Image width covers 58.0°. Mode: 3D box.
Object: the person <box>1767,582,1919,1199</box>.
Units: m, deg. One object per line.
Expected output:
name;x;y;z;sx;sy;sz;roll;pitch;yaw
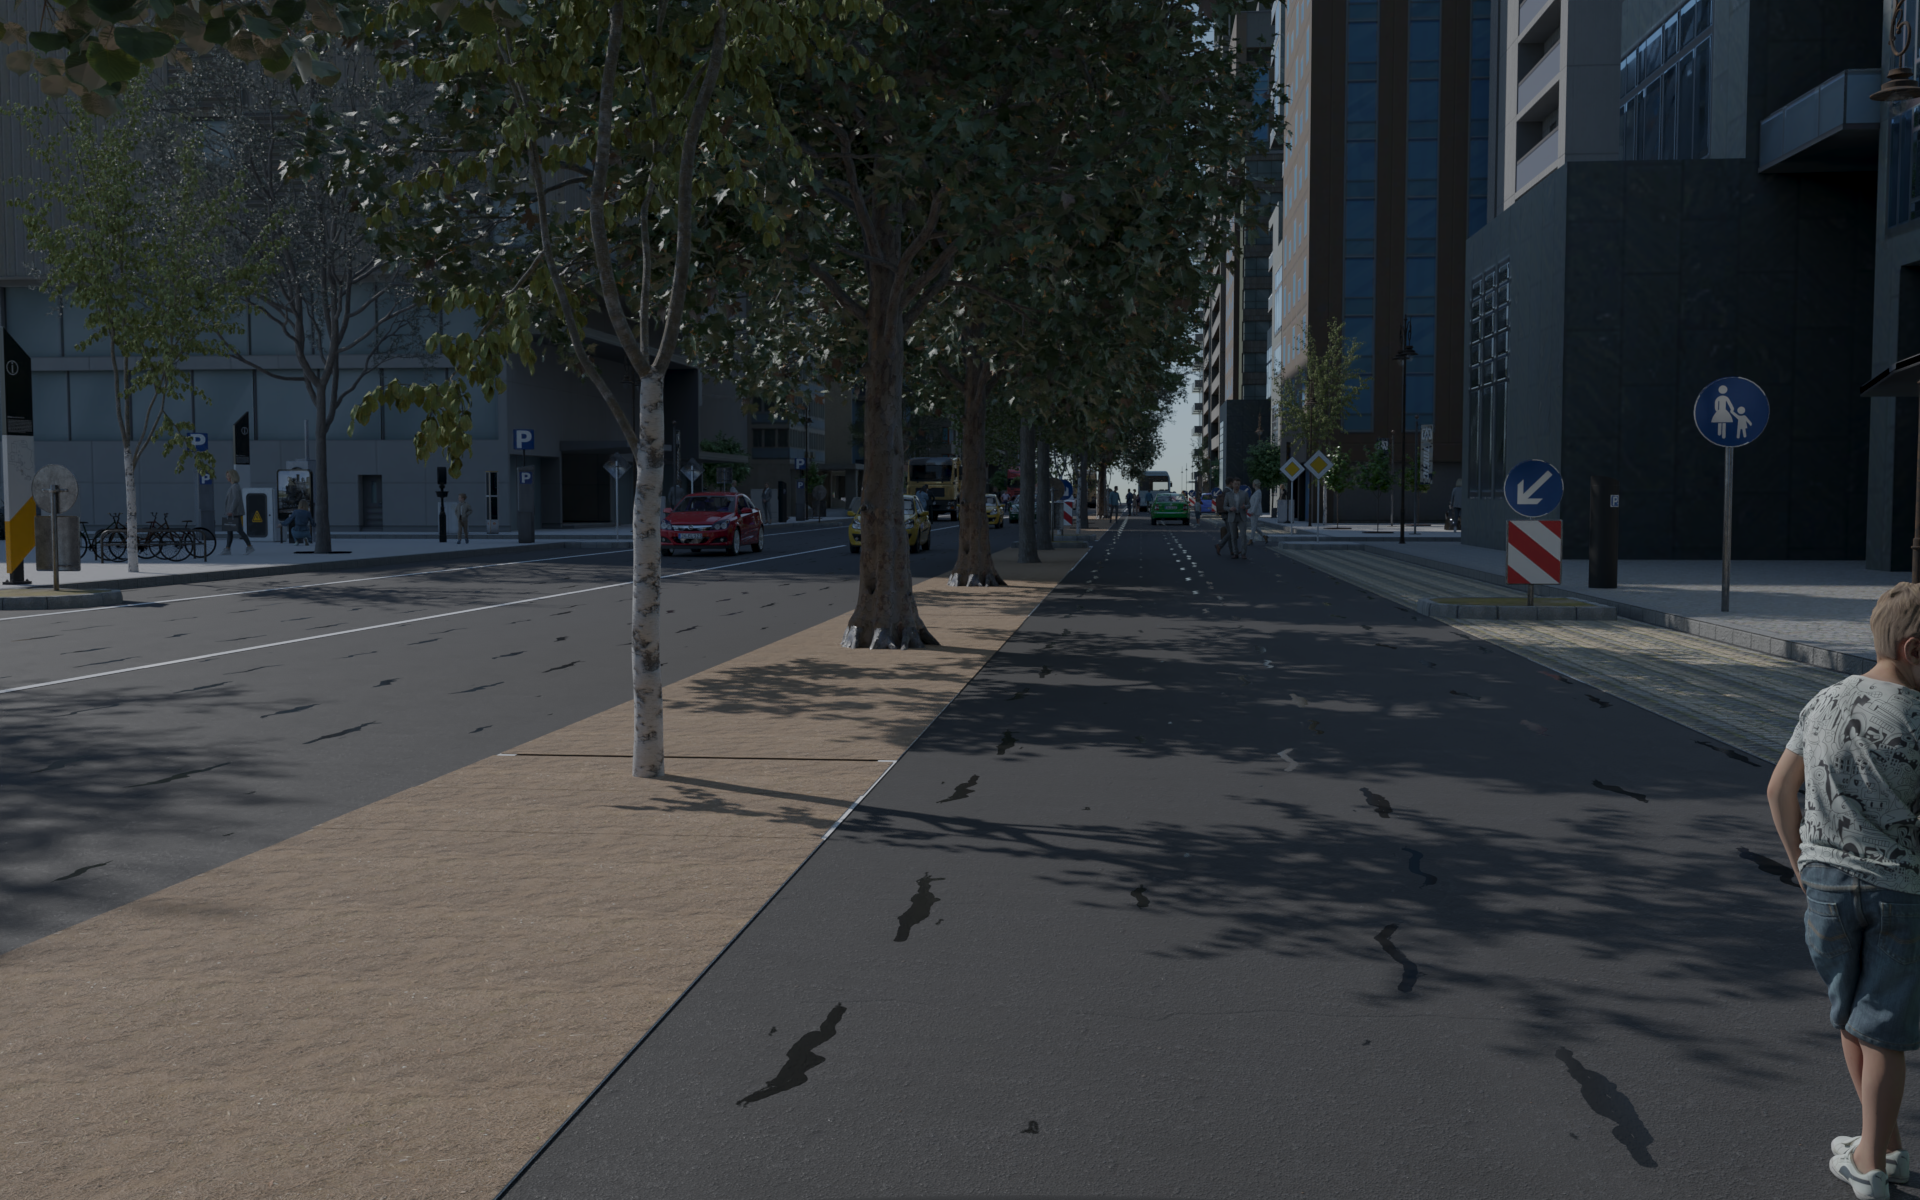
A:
person;1.887;0.587;3.588;0.352;1.250;0.332;0;4;-4

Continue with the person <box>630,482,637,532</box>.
person;-10.929;-3.212;58.739;0.473;1.802;0.592;2;4;24

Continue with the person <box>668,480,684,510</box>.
person;-10.431;-3.509;63.602;0.592;1.802;0.473;0;4;1

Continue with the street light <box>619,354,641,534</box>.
street light;-10.506;-5.078;55.817;0.468;5.910;1.993;0;4;6

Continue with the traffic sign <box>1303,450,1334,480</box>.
traffic sign;9.407;-2.641;45.369;0.795;2.593;0.064;0;4;6

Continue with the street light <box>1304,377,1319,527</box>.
street light;13.831;-5.841;68.291;0.468;5.910;1.993;0;4;6

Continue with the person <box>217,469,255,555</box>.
person;-15.197;-1.841;36.324;0.728;1.800;0.709;-2;4;-25

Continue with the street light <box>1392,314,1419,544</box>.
street light;11.447;-4.396;44.659;0.468;5.910;1.993;0;4;6

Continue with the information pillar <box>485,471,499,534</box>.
information pillar;-15.022;-3.127;55.617;0.304;2.012;0.304;-3;4;-38

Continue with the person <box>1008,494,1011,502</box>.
person;4.495;-8.904;157.347;0.557;1.426;1.065;1;4;21

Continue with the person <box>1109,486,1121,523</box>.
person;7.612;-4.695;85.130;0.638;1.841;0.748;0;4;-7

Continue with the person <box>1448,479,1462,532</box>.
person;16.615;-3.158;57.854;0.709;1.800;0.728;2;4;33

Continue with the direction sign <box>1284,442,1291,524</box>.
direction sign;14.309;-5.108;75.506;0.379;3.537;0.876;1;4;21

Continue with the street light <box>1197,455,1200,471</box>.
street light;27.888;-14.070;202.837;0.468;5.910;1.993;0;4;6

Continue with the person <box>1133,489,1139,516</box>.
person;11.645;-6.490;114.956;0.374;1.781;0.599;-1;4;-14

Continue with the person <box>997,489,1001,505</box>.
person;4.618;-12.152;204.353;1.348;1.869;0.705;1;4;18

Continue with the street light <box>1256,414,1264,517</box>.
street light;16.965;-7.666;98.134;0.468;5.910;1.993;0;4;6

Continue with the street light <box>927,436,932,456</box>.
street light;-2.404;-9.807;133.138;0.468;5.910;1.993;0;4;6

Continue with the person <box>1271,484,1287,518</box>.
person;16.815;-5.169;90.778;0.699;1.804;1.509;0;4;-3

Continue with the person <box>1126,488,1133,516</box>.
person;11.049;-6.373;112.875;0.419;1.800;0.721;2;4;29

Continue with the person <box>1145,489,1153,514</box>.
person;13.611;-7.086;124.707;0.601;1.785;0.444;1;4;13

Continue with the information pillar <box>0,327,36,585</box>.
information pillar;-13.355;-2.030;24.547;0.183;3.616;0.504;1;4;17

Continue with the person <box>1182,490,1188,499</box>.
person;21.319;-9.598;165.517;1.348;1.812;0.705;-2;4;-34

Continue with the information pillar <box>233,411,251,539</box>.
information pillar;-20.252;-3.519;48.893;0.183;3.616;0.504;2;4;31

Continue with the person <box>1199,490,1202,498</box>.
person;26.106;-11.050;187.520;0.445;1.727;0.742;-2;4;-28

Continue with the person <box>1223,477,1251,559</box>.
person;6.125;-1.810;38.294;0.606;1.804;0.583;0;4;8

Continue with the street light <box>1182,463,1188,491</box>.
street light;33.516;-17.343;256.346;0.468;5.910;1.993;0;4;6

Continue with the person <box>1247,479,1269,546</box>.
person;8.291;-2.435;48.198;0.818;1.842;0.514;-1;4;-18

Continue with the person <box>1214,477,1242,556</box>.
person;6.250;-1.959;40.496;0.822;1.834;0.622;-1;4;-21

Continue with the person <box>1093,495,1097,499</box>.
person;12.309;-8.889;154.558;1.217;1.735;0.721;-3;5;-40

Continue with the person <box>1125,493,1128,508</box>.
person;16.757;-9.985;171.699;0.705;1.831;1.348;3;5;44

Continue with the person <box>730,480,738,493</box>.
person;-9.052;-3.861;69.049;0.818;1.842;0.514;-3;5;-45

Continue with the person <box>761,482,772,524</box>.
person;-8.268;-4.136;73.943;0.520;1.790;0.573;0;4;8

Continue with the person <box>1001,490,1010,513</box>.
person;3.511;-7.593;133.576;0.756;1.711;0.436;0;4;4

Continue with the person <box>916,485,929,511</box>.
person;-1.649;-3.890;72.373;0.793;1.790;0.793;0;4;-5

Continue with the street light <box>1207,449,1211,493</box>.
street light;24.966;-12.290;173.728;0.468;5.910;1.993;0;4;6

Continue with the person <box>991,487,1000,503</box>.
person;1.359;-4.789;87.018;1.509;1.804;0.699;0;4;4

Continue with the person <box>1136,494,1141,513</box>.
person;13.608;-7.378;132.355;0.421;1.427;0.697;1;4;10

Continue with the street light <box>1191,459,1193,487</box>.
street light;30.472;-15.563;227.250;0.468;5.910;1.993;0;4;6

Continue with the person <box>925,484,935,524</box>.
person;-1.537;-4.547;82.203;0.648;1.900;0.474;-2;4;-29

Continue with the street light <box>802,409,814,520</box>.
street light;-7.516;-6.858;84.919;0.468;5.910;1.993;0;4;6

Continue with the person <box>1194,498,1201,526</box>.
person;10.760;-3.994;78.482;0.332;1.250;0.352;3;4;38

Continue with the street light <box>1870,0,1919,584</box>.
street light;8.244;-2.566;14.741;0.468;5.910;1.993;0;4;6

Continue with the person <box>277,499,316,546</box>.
person;-16.511;-1.935;43.176;1.012;1.151;0.738;-1;4;-19

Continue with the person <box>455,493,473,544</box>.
person;-12.797;-2.100;44.653;0.475;1.303;0.640;0;4;-3
